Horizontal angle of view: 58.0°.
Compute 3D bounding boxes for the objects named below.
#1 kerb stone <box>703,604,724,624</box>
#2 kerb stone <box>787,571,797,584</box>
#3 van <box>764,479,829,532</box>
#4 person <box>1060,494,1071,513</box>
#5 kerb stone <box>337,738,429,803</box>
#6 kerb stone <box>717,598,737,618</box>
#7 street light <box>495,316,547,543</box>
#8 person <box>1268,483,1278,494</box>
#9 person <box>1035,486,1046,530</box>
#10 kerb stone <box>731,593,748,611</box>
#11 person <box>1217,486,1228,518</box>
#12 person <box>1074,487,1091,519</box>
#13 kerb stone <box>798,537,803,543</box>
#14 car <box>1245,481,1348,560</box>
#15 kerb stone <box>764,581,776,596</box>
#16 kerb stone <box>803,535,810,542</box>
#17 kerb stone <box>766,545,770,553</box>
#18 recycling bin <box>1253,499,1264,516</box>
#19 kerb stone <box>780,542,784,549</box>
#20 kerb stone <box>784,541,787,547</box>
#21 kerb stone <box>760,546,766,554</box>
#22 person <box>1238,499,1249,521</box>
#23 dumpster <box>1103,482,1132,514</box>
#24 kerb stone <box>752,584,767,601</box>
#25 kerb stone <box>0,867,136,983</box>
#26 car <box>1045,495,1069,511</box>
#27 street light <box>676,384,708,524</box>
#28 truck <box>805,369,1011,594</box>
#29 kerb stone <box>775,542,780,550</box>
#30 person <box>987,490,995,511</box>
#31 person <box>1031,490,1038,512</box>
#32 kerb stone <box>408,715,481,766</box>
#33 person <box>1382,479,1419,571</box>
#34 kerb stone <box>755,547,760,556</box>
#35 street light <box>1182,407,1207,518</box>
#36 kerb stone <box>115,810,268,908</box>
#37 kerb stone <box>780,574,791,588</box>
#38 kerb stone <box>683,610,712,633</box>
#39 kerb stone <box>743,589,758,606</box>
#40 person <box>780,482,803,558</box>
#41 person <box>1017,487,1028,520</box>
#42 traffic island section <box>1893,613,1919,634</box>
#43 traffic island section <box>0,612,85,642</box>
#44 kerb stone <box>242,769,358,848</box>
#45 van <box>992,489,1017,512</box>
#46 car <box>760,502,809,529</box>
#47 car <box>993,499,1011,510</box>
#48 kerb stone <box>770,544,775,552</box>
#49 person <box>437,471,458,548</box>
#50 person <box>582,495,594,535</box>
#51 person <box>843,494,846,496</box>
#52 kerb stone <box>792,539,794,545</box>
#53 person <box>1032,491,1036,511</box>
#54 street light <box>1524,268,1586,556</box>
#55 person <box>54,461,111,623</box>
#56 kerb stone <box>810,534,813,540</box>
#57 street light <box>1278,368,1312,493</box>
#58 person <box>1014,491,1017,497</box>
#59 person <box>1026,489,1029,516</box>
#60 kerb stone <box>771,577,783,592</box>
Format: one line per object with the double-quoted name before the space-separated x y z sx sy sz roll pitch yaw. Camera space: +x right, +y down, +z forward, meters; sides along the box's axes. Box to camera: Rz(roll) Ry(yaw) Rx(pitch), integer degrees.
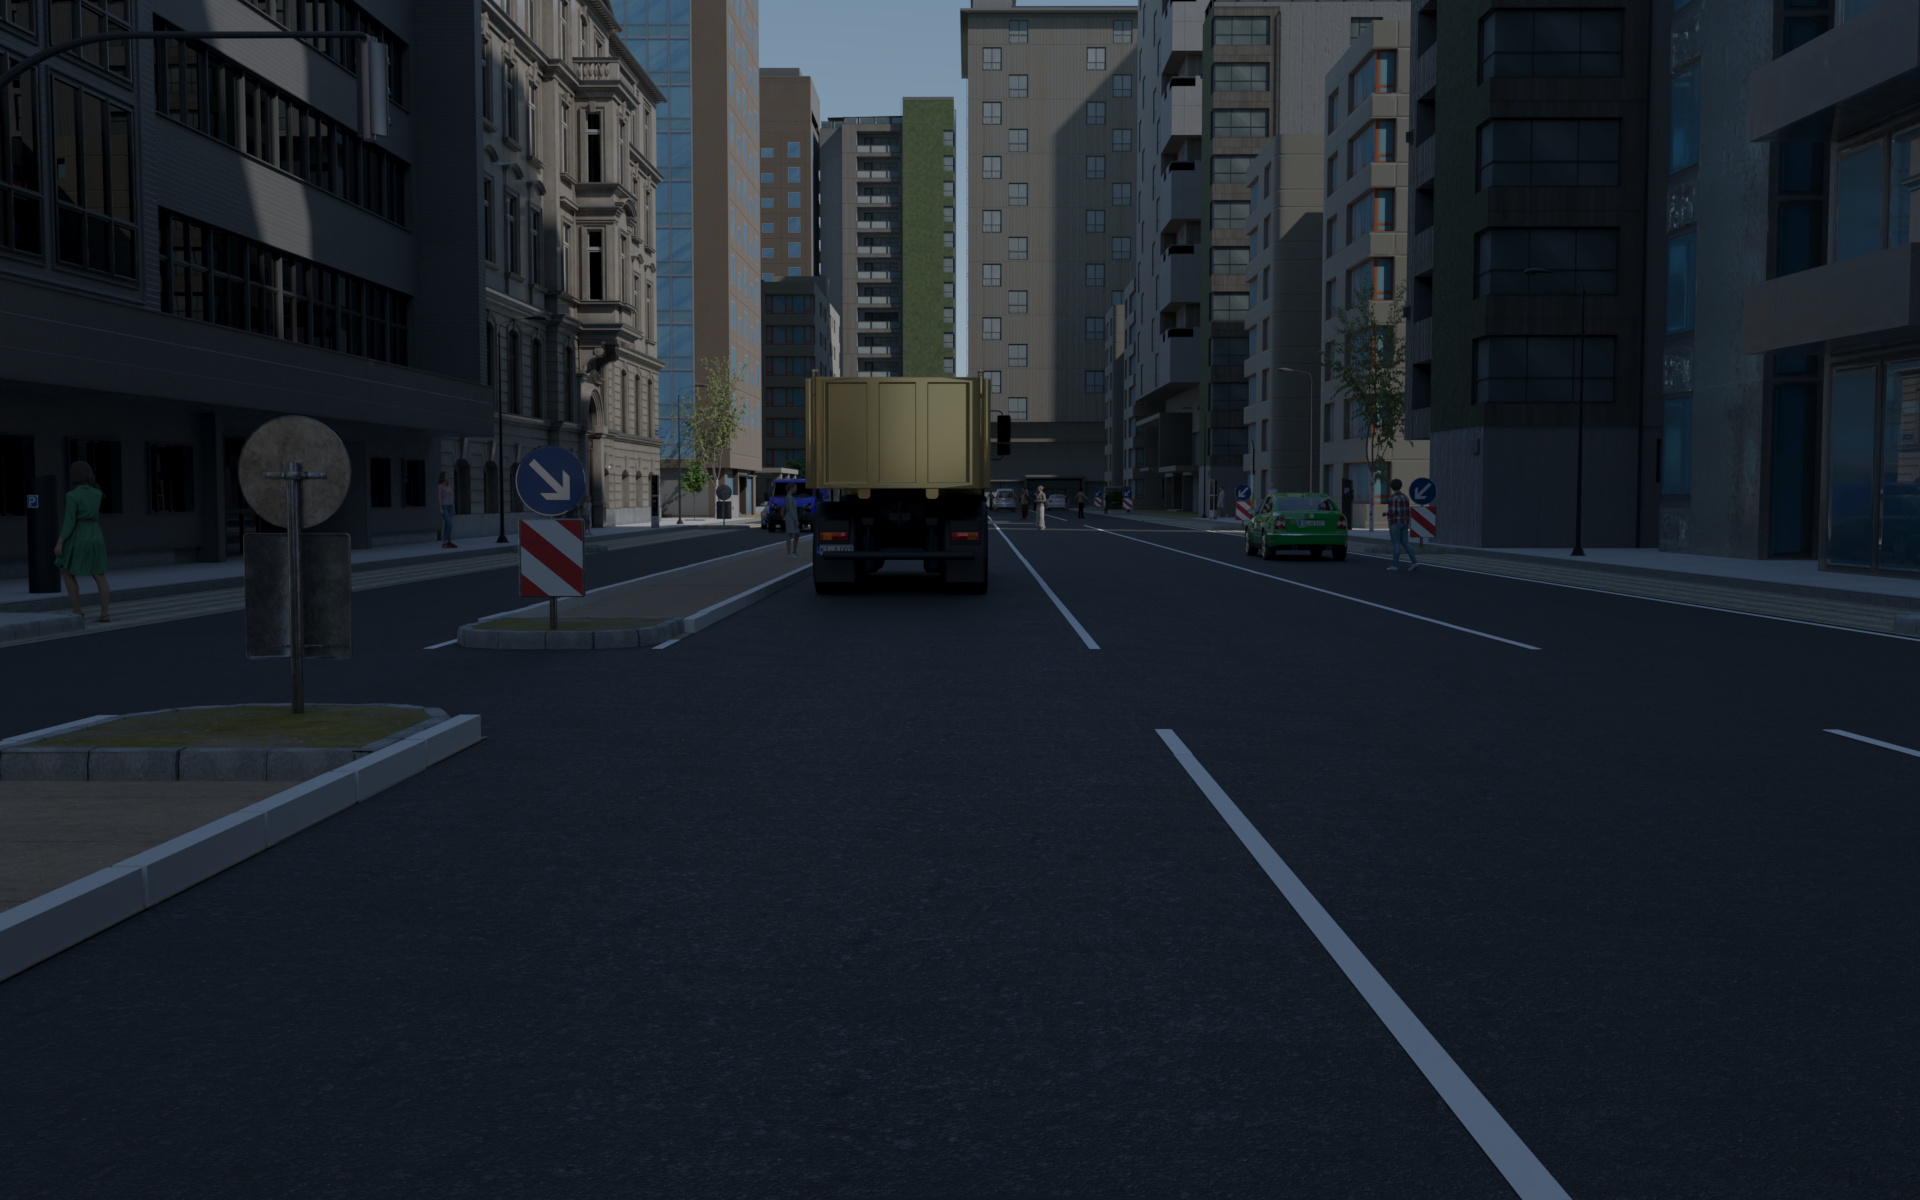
"kerb stone" -2.790 0.175 19.342 0.120 0.150 1.000 0 4 0
"kerb stone" -2.742 -0.327 27.534 0.120 0.150 1.000 0 4 0
"van" -6.219 -3.816 66.783 2.240 2.365 5.245 0 4 2
"person" 7.922 -7.211 129.615 0.991 1.433 0.599 -2 4 -34
"kerb stone" -2.848 0.836 8.535 0.120 0.150 1.000 0 4 0
"kerb stone" -2.783 0.112 20.365 0.120 0.150 1.000 0 4 0
"street light" -11.452 -4.444 45.205 1.470 5.913 1.316 0 4 0
"person" 13.879 -4.312 77.029 0.515 1.767 0.782 -3 5 -41
"person" 3.192 -3.698 69.505 0.362 1.759 0.519 -2 4 -29
"kerb stone" -2.775 0.049 21.391 0.120 0.150 1.000 0 4 0
"person" 13.906 -5.206 91.905 0.466 1.731 0.760 3 5 44
"person" 7.090 -5.663 101.094 0.705 1.823 1.348 -3 5 -42
"kerb stone" -4.711 -1.702 50.086 0.120 0.150 1.000 0 4 0
"car" 7.518 -1.844 38.944 1.959 1.807 4.718 0 4 2
"kerb stone" -2.758 -0.138 24.458 0.120 0.150 1.000 0 4 0
"kerb stone" -4.697 -1.828 52.136 0.120 0.150 1.000 0 4 0
"kerb stone" -4.762 -1.202 41.879 0.120 0.150 1.000 0 4 0
"recycling bin" 14.765 -4.425 84.897 0.722 1.027 0.722 0 4 1
"kerb stone" -4.737 -1.392 44.959 0.120 0.150 1.000 0 4 0
"kerb stone" -4.744 -1.454 45.991 0.120 0.150 1.000 0 4 0
"kerb stone" -4.762 -1.141 40.853 0.120 0.150 1.000 0 4 0
"person" 13.770 -4.705 83.803 0.563 1.720 0.643 -2 4 -29
"dumpster" 11.088 -7.173 122.235 1.985 2.255 1.502 0 4 -2
"kerb stone" -2.763 -0.076 23.436 0.120 0.150 1.000 0 4 0
"kerb stone" -2.872 1.024 5.455 0.120 0.150 1.000 0 4 0
"car" 8.435 -8.453 150.562 2.083 1.381 4.827 0 4 0
"street light" -11.334 -6.160 73.252 1.470 5.913 1.316 0 4 0
"truck" -0.813 -1.995 28.549 3.469 3.379 9.791 0 4 0
"kerb stone" -4.743 -1.330 43.937 0.120 0.150 1.000 0 4 0
"person" 2.687 -8.569 148.683 0.705 1.814 1.350 3 4 38
"person" 6.061 -7.990 139.936 0.742 1.727 0.445 -3 5 -41
"kerb stone" -2.848 0.772 9.570 0.120 0.150 1.000 0 4 0
"person" 8.236 -1.412 32.422 0.563 1.720 0.643 -3 4 -36
"kerb stone" -4.773 -1.071 39.828 0.120 0.150 1.000 0 4 0
"street light" 12.471 -7.308 92.025 1.470 5.913 1.316 0 4 0
"kerb stone" -2.864 0.961 6.482 0.120 0.150 1.000 0 4 0
"kerb stone" -2.745 -0.263 26.512 0.120 0.150 1.000 0 4 0
"kerb stone" -2.790 0.242 18.320 0.120 0.150 1.000 0 4 0
"kerb stone" -2.767 -0.013 22.413 0.120 0.150 1.000 0 4 0
"person" -3.766 -1.786 38.713 0.522 1.701 0.512 -1 4 -9
"person" 3.535 -5.378 96.522 0.705 1.812 1.348 -1 4 -22
"traffic island section" 10.729 0.311 17.193 2.009 0.180 2.903 0 4 0
"traffic island section" -10.212 0.304 17.318 2.009 0.180 2.903 0 4 0
"kerb stone" -2.858 0.898 7.506 0.120 0.150 1.000 0 4 0
"van" 3.559 -7.968 137.281 2.013 2.044 4.112 0 4 -1
"car" -7.257 -3.680 72.165 2.014 1.417 4.499 0 4 0
"car" 3.781 -8.785 153.851 2.015 1.641 3.980 0 4 2
"kerb stone" -4.754 -1.266 42.901 0.120 0.150 1.000 0 4 0
"person" -12.135 -2.132 40.906 0.388 1.821 0.555 0 4 8
"person" -11.580 -2.640 53.890 0.332 1.250 0.352 -3 5 -39
"person" -9.286 -8.049 140.900 0.445 1.727 0.742 1 4 13
"kerb stone" -4.724 -1.576 48.036 0.120 0.150 1.000 0 4 0
"person" 6.459 -8.632 150.349 0.721 1.735 1.217 -1 4 -19
"street light" 12.300 -3.870 35.814 1.470 5.913 1.316 0 4 0
"person" -9.685 -0.637 19.158 0.529 1.795 0.600 1 4 11
"kerb stone" -4.697 -1.893 53.158 0.120 0.150 1.000 0 4 0
"street light" 12.401 -5.593 63.991 1.470 5.913 1.316 0 4 0
"person" 4.987 -9.309 161.363 0.621 1.740 0.551 3 4 37
"person" 4.232 -6.346 112.983 0.721 1.736 1.217 -1 4 -14
"kerb stone" -2.753 -0.201 25.480 0.120 0.150 1.000 0 4 0
